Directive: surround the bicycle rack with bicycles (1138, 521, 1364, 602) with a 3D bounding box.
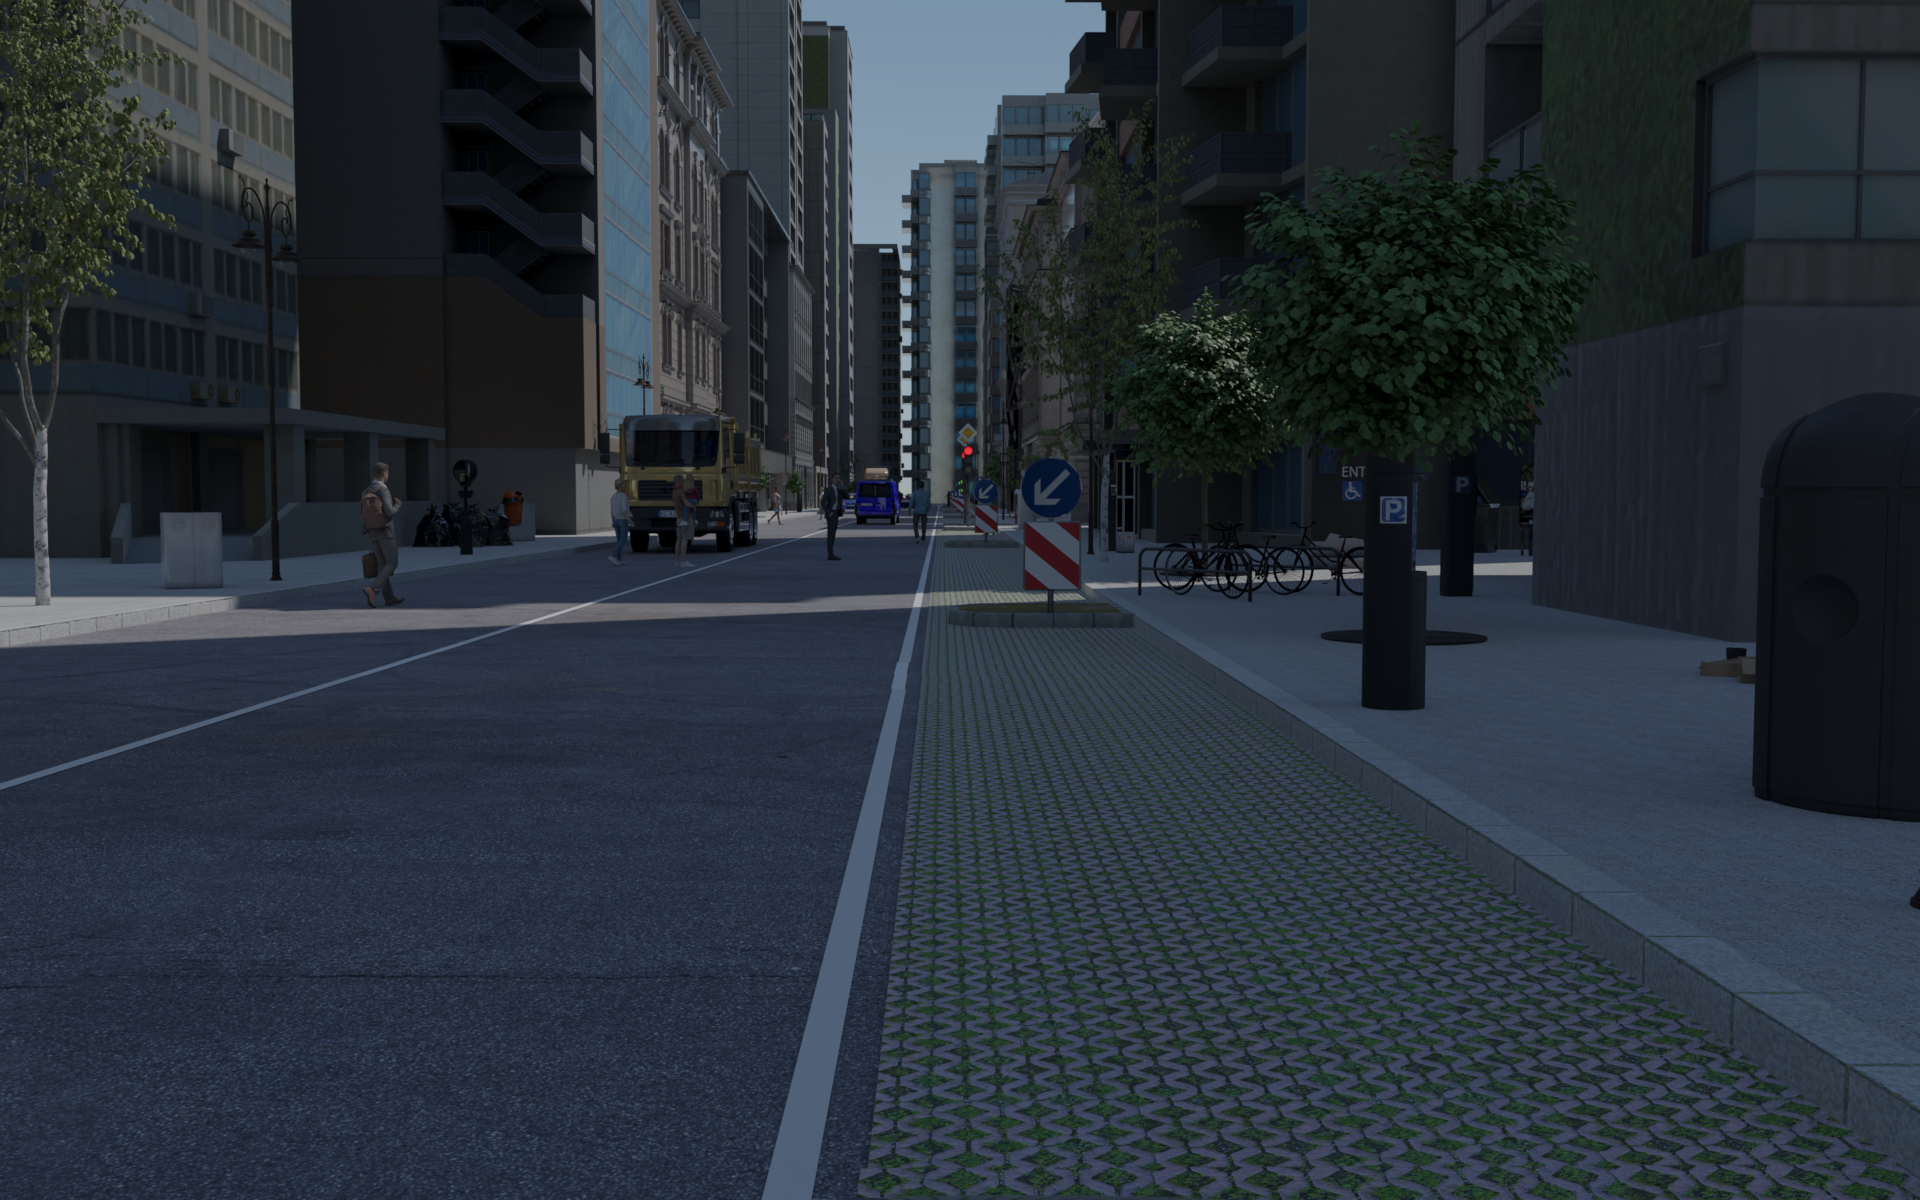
[{"bbox_3d":[3.508,-0.529,22.034,2.852,0.926,2.925,-3,5,-41],"label":"bicycle rack with bicycles"}]

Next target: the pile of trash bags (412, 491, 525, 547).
[{"bbox_3d":[-11.951,-2.042,43.141,1.912,1.369,3.447,1,4,20],"label":"pile of trash bags"}]

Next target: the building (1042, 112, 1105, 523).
[{"bbox_3d":[13.972,-13.264,81.487,19.286,19.102,10.561,0,4,-1],"label":"building"}]

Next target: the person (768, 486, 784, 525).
[{"bbox_3d":[-8.553,-4.386,80.307,0.778,1.811,0.616,0,4,3],"label":"person"}]

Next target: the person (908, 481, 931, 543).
[{"bbox_3d":[-1.168,-2.575,50.616,0.660,1.820,0.620,-1,4,-13],"label":"person"}]

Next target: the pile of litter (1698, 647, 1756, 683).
[{"bbox_3d":[5.841,0.132,11.800,1.176,0.858,1.719,-1,4,-12],"label":"pile of litter"}]

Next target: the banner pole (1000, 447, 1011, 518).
[{"bbox_3d":[2.473,-6.268,92.493,0.863,3.779,0.401,3,4,36],"label":"banner pole"}]

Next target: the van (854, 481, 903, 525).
[{"bbox_3d":[-3.915,-4.807,82.981,2.240,2.365,5.245,0,4,1],"label":"van"}]

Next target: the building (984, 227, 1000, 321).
[{"bbox_3d":[9.626,-25.513,188.842,14.160,30.474,14.107,0,4,-1],"label":"building"}]

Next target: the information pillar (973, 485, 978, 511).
[{"bbox_3d":[1.187,-7.884,133.393,0.304,2.012,0.304,-2,4,-23],"label":"information pillar"}]

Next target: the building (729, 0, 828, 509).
[{"bbox_3d":[-22.923,-44.158,160.233,20.563,71.187,20.611,0,4,-1],"label":"building"}]

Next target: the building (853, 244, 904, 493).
[{"bbox_3d":[-20.307,-34.205,251.139,23.993,40.220,32.217,0,4,-1],"label":"building"}]

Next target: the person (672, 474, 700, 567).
[{"bbox_3d":[-5.401,-1.563,34.029,0.580,1.828,0.573,1,4,11],"label":"person"}]

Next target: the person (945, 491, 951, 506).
[{"bbox_3d":[-1.356,-11.759,200.697,0.705,1.831,1.348,3,4,38],"label":"person"}]

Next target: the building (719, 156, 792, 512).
[{"bbox_3d":[-19.606,-18.126,115.431,14.314,24.678,30.058,0,4,-1],"label":"building"}]

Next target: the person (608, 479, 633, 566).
[{"bbox_3d":[-6.788,-1.548,34.477,0.731,1.740,0.598,2,4,31],"label":"person"}]

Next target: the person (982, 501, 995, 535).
[{"bbox_3d":[0.993,-3.156,60.287,0.511,1.800,0.466,1,4,13],"label":"person"}]

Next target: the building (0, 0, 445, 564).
[{"bbox_3d":[-29.577,-21.218,38.793,32.217,40.220,23.993,0,4,-1],"label":"building"}]

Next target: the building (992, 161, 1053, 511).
[{"bbox_3d":[9.720,-21.751,141.538,13.634,28.700,20.117,0,4,-1],"label":"building"}]

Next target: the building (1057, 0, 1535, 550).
[{"bbox_3d":[14.642,-24.316,52.186,22.147,44.769,28.867,0,4,-1],"label":"building"}]

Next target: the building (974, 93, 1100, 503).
[{"bbox_3d":[14.185,-36.144,210.563,23.786,49.044,30.456,0,4,-1],"label":"building"}]

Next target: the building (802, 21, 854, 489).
[{"bbox_3d":[-27.531,-41.170,215.132,28.212,58.520,21.231,0,4,-1],"label":"building"}]

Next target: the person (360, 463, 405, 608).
[{"bbox_3d":[-7.380,-0.828,22.007,0.622,1.834,0.822,2,4,27],"label":"person"}]

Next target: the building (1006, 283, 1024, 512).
[{"bbox_3d":[11.645,-15.656,123.431,16.820,18.784,16.811,0,4,-1],"label":"building"}]

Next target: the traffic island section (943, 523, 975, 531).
[{"bbox_3d":[0.344,-2.828,68.512,2.009,0.180,2.903,0,4,-1],"label":"traffic island section"}]

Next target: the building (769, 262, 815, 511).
[{"bbox_3d":[-17.192,-17.777,139.808,9.793,20.994,18.267,0,4,-1],"label":"building"}]

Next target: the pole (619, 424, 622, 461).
[{"bbox_3d":[-9.771,-3.449,50.242,0.158,3.312,0.155,0,3,0],"label":"pole"}]

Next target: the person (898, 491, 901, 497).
[{"bbox_3d":[-7.026,-11.858,202.385,0.705,1.822,1.348,-1,4,-17],"label":"person"}]

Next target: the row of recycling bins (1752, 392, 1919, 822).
[{"bbox_3d":[5.119,-0.017,7.388,3.534,1.692,1.069,-1,4,-12],"label":"row of recycling bins"}]

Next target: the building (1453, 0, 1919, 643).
[{"bbox_3d":[13.628,-20.611,20.593,14.154,41.232,14.086,0,4,-1],"label":"building"}]

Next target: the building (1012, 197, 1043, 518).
[{"bbox_3d":[8.665,-14.383,99.790,10.561,19.102,19.286,0,4,-1],"label":"building"}]

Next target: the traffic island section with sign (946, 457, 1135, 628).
[{"bbox_3d":[0.866,-0.655,19.340,1.989,1.847,2.006,0,4,-1],"label":"traffic island section with sign"}]

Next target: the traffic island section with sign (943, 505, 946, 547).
[{"bbox_3d":[0.576,-2.328,46.697,1.989,1.847,2.006,0,4,-1],"label":"traffic island section with sign"}]

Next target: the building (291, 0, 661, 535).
[{"bbox_3d":[-18.751,-25.054,59.741,14.200,45.320,14.600,0,4,-1],"label":"building"}]

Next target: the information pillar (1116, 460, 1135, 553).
[{"bbox_3d":[3.598,-2.027,37.639,0.304,2.012,0.304,-2,4,-26],"label":"information pillar"}]

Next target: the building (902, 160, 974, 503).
[{"bbox_3d":[7.035,-38.403,247.495,30.456,49.044,23.786,0,4,-1],"label":"building"}]

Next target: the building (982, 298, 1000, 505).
[{"bbox_3d":[16.299,-19.698,167.107,27.650,21.520,28.899,0,4,-1],"label":"building"}]

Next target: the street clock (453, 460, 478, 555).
[{"bbox_3d":[-10.437,-1.958,36.578,0.471,2.002,0.358,1,4,22],"label":"street clock"}]

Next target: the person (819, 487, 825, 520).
[{"bbox_3d":[-7.550,-5.327,95.829,0.641,1.798,0.478,2,4,33],"label":"person"}]

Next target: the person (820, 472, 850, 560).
[{"bbox_3d":[-2.703,-1.823,37.669,0.474,1.900,0.648,2,4,24],"label":"person"}]

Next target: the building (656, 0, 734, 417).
[{"bbox_3d":[-19.715,-18.390,88.069,14.401,28.519,23.554,0,4,-1],"label":"building"}]

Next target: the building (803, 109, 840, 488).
[{"bbox_3d":[-19.867,-30.269,178.495,14.154,41.232,14.086,0,4,-1],"label":"building"}]
